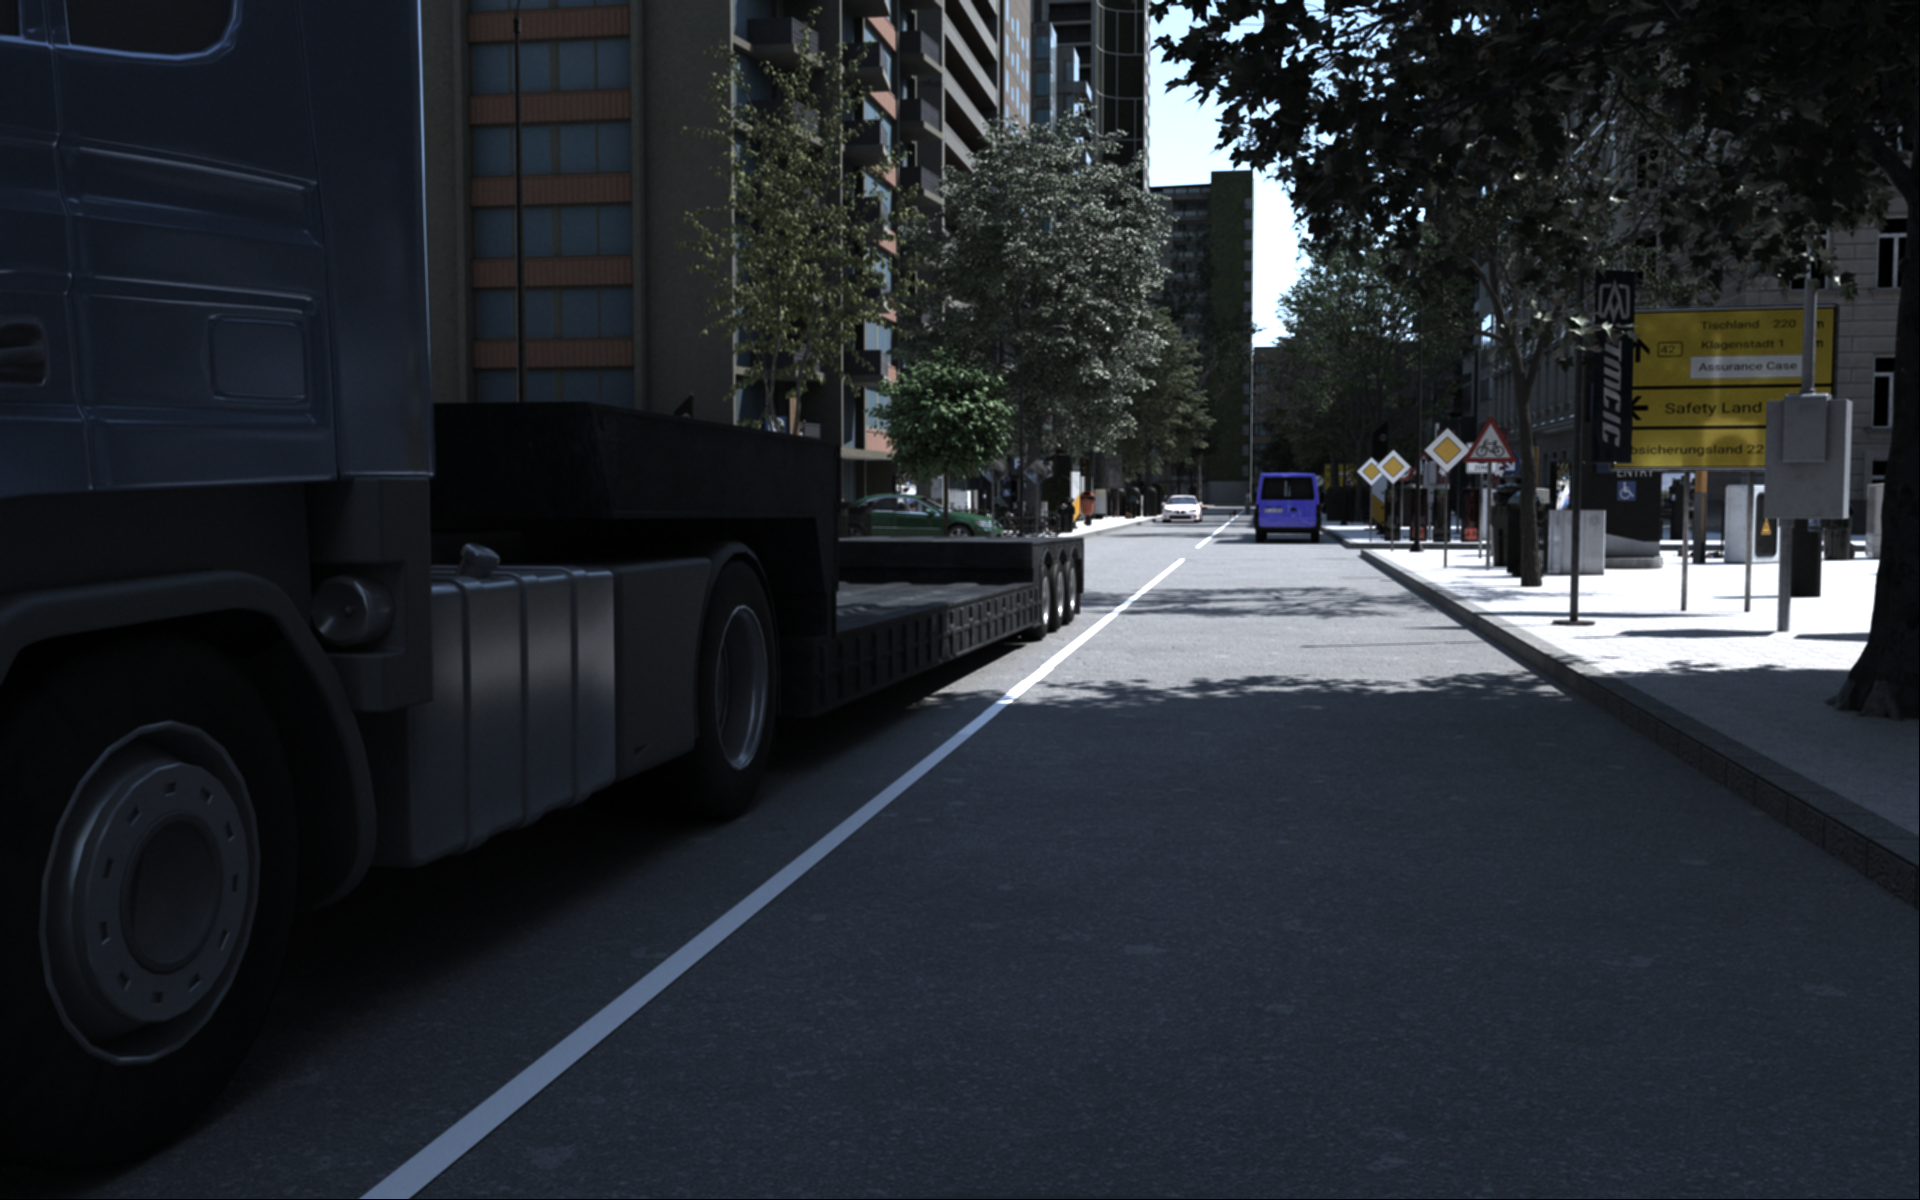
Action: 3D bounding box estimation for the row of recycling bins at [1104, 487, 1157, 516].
[{"bbox_3d":[9.632,-5.668,99.789,3.534,1.692,1.069,1,4,18],"label":"row of recycling bins"}]

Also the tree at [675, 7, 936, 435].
[{"bbox_3d":[-2.602,-4.704,27.271,4.737,8.622,4.395,0,3,0],"label":"tree"}]

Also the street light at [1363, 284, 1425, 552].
[{"bbox_3d":[9.606,-4.026,38.361,1.470,5.913,1.316,1,4,10],"label":"street light"}]

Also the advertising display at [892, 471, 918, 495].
[{"bbox_3d":[-1.535,-2.635,48.290,0.123,1.923,0.974,3,4,38],"label":"advertising display"}]

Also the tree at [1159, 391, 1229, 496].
[{"bbox_3d":[21.548,-14.444,161.912,9.928,11.665,9.643,0,3,0],"label":"tree"}]

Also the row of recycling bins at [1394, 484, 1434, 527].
[{"bbox_3d":[18.448,-3.816,69.503,1.069,1.692,3.534,2,4,31],"label":"row of recycling bins"}]

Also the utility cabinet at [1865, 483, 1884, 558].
[{"bbox_3d":[18.243,-1.575,34.432,0.318,1.500,1.173,1,4,21],"label":"utility cabinet"}]

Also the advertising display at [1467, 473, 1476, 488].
[{"bbox_3d":[15.274,-2.849,51.795,0.123,1.923,0.974,1,4,8],"label":"advertising display"}]

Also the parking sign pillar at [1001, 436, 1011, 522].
[{"bbox_3d":[2.136,-5.597,79.977,1.447,3.967,1.447,0,4,0],"label":"parking sign pillar"}]

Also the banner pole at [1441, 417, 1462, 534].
[{"bbox_3d":[15.954,-4.047,56.185,0.863,3.779,0.401,3,5,40],"label":"banner pole"}]

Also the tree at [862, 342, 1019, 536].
[{"bbox_3d":[-0.408,-3.291,37.520,4.285,4.588,4.351,0,3,0],"label":"tree"}]

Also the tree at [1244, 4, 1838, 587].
[{"bbox_3d":[8.037,-5.486,24.114,8.767,10.594,7.601,1,4,11],"label":"tree"}]

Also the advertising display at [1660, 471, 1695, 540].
[{"bbox_3d":[20.303,-2.677,48.977,0.974,1.923,0.123,2,4,29],"label":"advertising display"}]

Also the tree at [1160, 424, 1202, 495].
[{"bbox_3d":[20.109,-12.467,154.196,4.360,8.622,3.978,0,3,0],"label":"tree"}]

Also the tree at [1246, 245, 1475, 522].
[{"bbox_3d":[18.477,-10.345,79.509,12.009,13.543,11.850,0,3,0],"label":"tree"}]

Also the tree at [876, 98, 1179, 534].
[{"bbox_3d":[2.272,-9.139,56.080,9.857,13.997,8.962,0,3,0],"label":"tree"}]

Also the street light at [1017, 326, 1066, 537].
[{"bbox_3d":[2.239,-4.614,47.979,1.470,5.913,1.316,1,4,10],"label":"street light"}]

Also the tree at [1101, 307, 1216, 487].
[{"bbox_3d":[11.570,-11.405,104.599,7.486,12.596,7.792,0,3,0],"label":"tree"}]

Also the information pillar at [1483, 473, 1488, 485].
[{"bbox_3d":[30.918,-6.754,101.788,0.183,3.616,0.504,-3,4,-39],"label":"information pillar"}]

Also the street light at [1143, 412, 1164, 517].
[{"bbox_3d":[11.035,-7.636,97.390,1.470,5.913,1.316,1,4,10],"label":"street light"}]

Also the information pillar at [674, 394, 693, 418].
[{"bbox_3d":[-6.502,-3.029,40.883,0.504,3.616,0.183,1,4,19],"label":"information pillar"}]

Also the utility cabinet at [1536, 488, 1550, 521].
[{"bbox_3d":[21.983,-3.496,65.836,1.173,1.500,0.318,-3,5,-42],"label":"utility cabinet"}]

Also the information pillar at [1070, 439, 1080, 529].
[{"bbox_3d":[4.231,-4.426,63.726,0.183,3.616,0.504,3,5,44],"label":"information pillar"}]

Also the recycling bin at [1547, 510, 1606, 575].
[{"bbox_3d":[9.842,-0.928,27.725,0.722,1.027,0.722,0,4,-3],"label":"recycling bin"}]

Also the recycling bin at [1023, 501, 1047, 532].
[{"bbox_3d":[2.515,-2.836,58.928,0.722,1.027,0.722,-1,4,-21],"label":"recycling bin"}]

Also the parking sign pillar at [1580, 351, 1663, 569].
[{"bbox_3d":[11.532,-2.552,30.205,1.447,3.967,1.447,0,4,-7],"label":"parking sign pillar"}]

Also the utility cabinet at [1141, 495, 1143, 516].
[{"bbox_3d":[10.899,-5.615,102.964,0.306,1.237,1.020,3,5,39],"label":"utility cabinet"}]

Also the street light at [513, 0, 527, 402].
[{"bbox_3d":[-3.375,-2.616,15.319,1.470,5.913,1.316,1,4,10],"label":"street light"}]

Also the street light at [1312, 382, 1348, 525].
[{"bbox_3d":[15.315,-6.047,71.408,1.470,5.913,1.316,1,4,10],"label":"street light"}]

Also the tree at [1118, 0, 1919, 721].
[{"bbox_3d":[5.610,-5.668,9.677,9.611,12.733,9.660,0,3,0],"label":"tree"}]

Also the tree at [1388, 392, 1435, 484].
[{"bbox_3d":[29.761,-10.012,114.061,4.737,8.622,4.395,0,3,0],"label":"tree"}]

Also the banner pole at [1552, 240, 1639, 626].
[{"bbox_3d":[6.268,-1.651,17.015,0.863,3.779,0.401,-1,4,-17],"label":"banner pole"}]

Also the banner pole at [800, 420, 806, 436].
[{"bbox_3d":[-5.305,-4.181,58.383,0.401,3.779,0.863,0,4,8],"label":"banner pole"}]

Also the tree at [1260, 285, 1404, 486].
[{"bbox_3d":[19.338,-10.598,91.404,7.486,12.596,7.792,0,3,0],"label":"tree"}]

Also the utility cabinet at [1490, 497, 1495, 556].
[{"bbox_3d":[11.378,-1.531,36.192,0.306,1.237,1.020,2,4,32],"label":"utility cabinet"}]

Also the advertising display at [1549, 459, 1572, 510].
[{"bbox_3d":[11.233,-1.664,32.424,0.123,1.923,0.974,2,4,35],"label":"advertising display"}]

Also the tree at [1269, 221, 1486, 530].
[{"bbox_3d":[14.916,-8.305,61.546,9.928,11.665,9.643,0,3,0],"label":"tree"}]

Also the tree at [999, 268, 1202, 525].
[{"bbox_3d":[5.207,-8.345,70.859,8.767,10.594,7.601,1,4,11],"label":"tree"}]

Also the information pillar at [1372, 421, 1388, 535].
[{"bbox_3d":[13.325,-3.889,54.941,0.504,3.616,0.183,1,4,11],"label":"information pillar"}]

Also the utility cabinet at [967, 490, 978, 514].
[{"bbox_3d":[0.639,-5.351,96.175,0.318,1.500,1.173,-1,4,-22],"label":"utility cabinet"}]

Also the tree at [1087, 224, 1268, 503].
[{"bbox_3d":[14.843,-16.229,121.230,12.611,20.169,13.585,0,3,0],"label":"tree"}]
